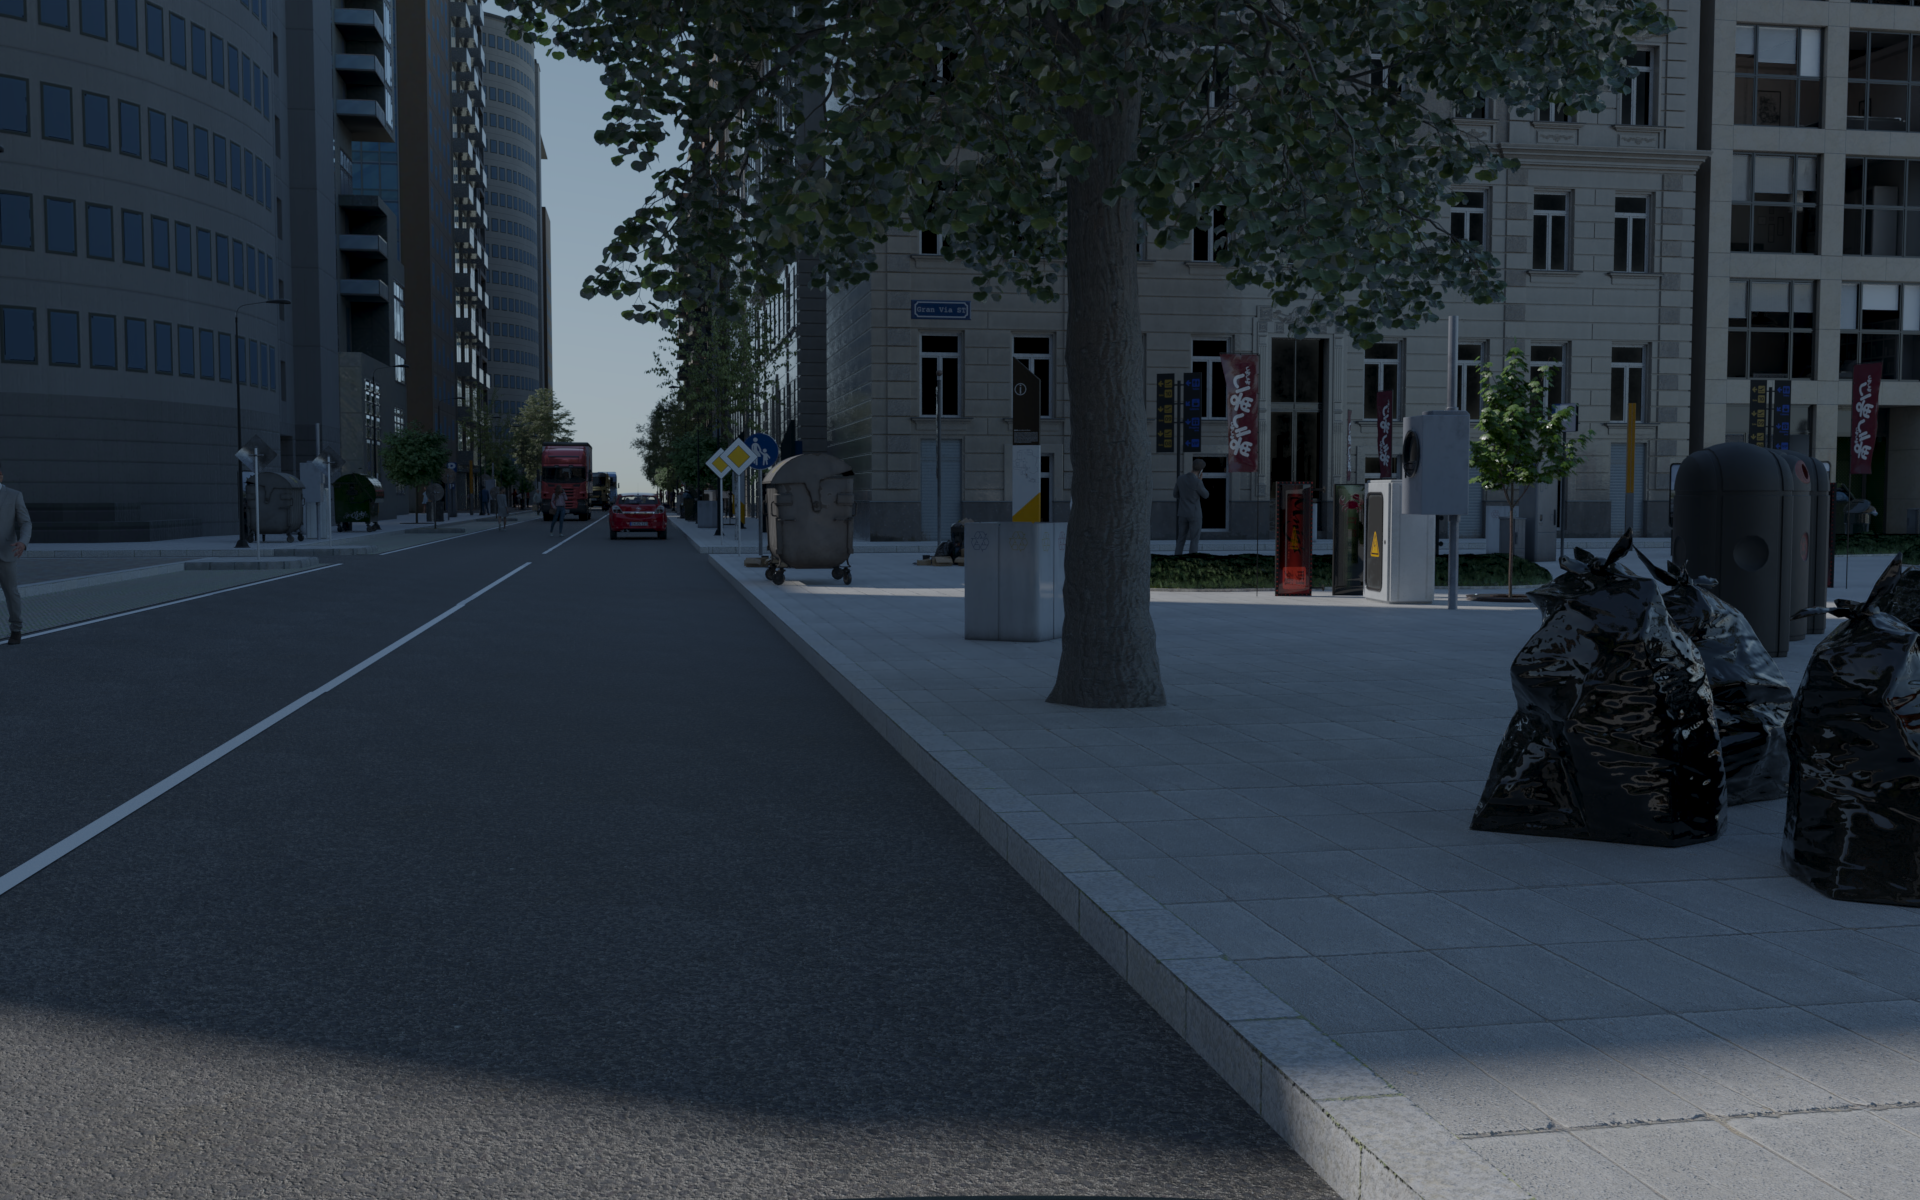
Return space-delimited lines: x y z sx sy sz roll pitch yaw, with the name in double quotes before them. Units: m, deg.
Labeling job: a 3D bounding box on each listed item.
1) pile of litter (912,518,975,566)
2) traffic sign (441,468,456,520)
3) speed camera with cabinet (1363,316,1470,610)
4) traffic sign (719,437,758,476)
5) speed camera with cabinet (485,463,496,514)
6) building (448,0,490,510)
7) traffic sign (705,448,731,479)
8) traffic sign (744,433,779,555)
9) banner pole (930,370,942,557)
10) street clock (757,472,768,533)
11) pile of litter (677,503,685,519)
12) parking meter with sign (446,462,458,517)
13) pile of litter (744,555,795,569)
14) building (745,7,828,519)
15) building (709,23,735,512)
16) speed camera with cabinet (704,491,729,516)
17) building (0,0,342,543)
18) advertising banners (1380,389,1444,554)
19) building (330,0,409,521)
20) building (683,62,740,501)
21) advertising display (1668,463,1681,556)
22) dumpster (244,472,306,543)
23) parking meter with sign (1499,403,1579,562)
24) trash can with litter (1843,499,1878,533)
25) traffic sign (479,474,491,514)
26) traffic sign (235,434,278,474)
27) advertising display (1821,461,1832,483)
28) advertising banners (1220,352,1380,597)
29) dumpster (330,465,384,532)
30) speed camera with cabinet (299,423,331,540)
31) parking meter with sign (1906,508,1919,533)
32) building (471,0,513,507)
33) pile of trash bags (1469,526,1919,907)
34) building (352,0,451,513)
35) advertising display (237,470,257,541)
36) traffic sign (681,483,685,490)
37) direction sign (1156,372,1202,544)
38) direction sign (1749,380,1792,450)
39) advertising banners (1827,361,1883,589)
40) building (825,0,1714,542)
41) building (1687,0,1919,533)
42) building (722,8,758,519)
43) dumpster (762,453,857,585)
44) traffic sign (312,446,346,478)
"pile of litter" -0.037 -1.045 31.046 1.719 0.858 1.176 3 5 42
"traffic sign" -24.956 -5.158 84.442 0.768 2.556 0.104 0 4 -3
"speed camera with cabinet" 5.246 -1.570 19.998 0.660 3.252 2.038 0 4 -4
"traffic sign" -4.516 -2.040 35.543 0.795 2.593 0.064 -1 4 -10
"speed camera with cabinet" -29.746 -7.067 109.884 0.660 3.252 2.038 -1 4 -11
"building" -50.780 -31.914 141.406 23.786 49.044 30.456 -1 4 -10
"traffic sign" -5.960 -2.520 43.397 0.795 2.593 0.064 -1 4 -10
"traffic sign" -4.169 -2.205 36.158 0.768 2.556 0.104 0 4 -6
"banner pole" -0.445 -2.768 35.272 0.401 3.779 0.863 0 4 -6
"street clock" -6.514 -3.243 57.591 0.358 2.002 0.471 2 4 24
"pile of litter" -14.243 -4.695 90.732 1.176 0.858 1.719 0 4 -8
"parking meter with sign" -28.056 -6.086 95.774 0.543 3.016 1.738 -1 4 -14
"pile of litter" -3.220 -1.007 30.434 1.176 0.858 1.719 -1 4 -13
"building" -2.712 -17.133 77.380 12.463 27.353 25.104 -1 4 -10
"building" -10.951 -29.124 126.289 14.600 45.320 14.200 -1 4 -10
"speed camera with cabinet" -14.193 -6.411 99.155 2.038 3.252 0.660 -2 4 -24
"building" -33.196 -31.300 53.759 21.231 58.520 28.212 -1 4 -10
"advertising banners" 7.354 -1.973 28.442 0.090 3.025 2.074 -1 4 -16
"building" -40.943 -47.522 89.648 22.319 86.520 31.000 -1 4 -10
"building" -16.403 -31.930 176.679 22.147 44.769 28.867 -1 4 -10
"advertising display" 14.928 -1.854 35.527 0.123 1.923 0.974 -1 4 -19
"dumpster" -18.214 -2.463 46.035 1.264 1.857 1.865 -1 4 -10
"parking meter with sign" 10.962 -2.241 32.901 1.738 3.016 0.543 -3 4 -36
"trash can with litter" 20.481 -1.728 39.640 1.055 1.170 0.624 -3 5 -42
"traffic sign" -30.434 -6.785 111.042 0.768 2.556 0.104 -1 4 -10
"traffic sign" -13.759 -1.938 33.871 0.795 2.593 0.064 -1 4 -10
"advertising display" 16.372 -1.729 33.483 0.974 1.923 0.123 -1 4 -14
"advertising banners" 4.222 -1.560 21.697 2.074 3.025 0.090 -1 4 -12
"dumpster" -20.414 -3.434 58.639 1.502 2.255 1.985 -1 4 -10
"speed camera with cabinet" -18.283 -3.349 49.087 0.660 3.252 2.038 -1 4 -13
"parking meter with sign" 28.726 -3.349 51.019 0.543 3.016 1.738 -1 4 -16
"building" -54.312 -44.519 166.134 20.563 71.187 20.611 -1 4 -10
"pile of trash bags" 3.467 0.231 5.983 1.912 1.369 3.447 -2 4 -33
"building" -43.022 -28.717 119.637 14.600 45.320 14.200 -1 4 -10
"advertising display" -19.268 -2.548 46.877 0.123 1.923 0.974 0 4 1
"traffic sign" -18.775 -7.215 118.067 0.768 2.556 0.104 0 4 -6
"direction sign" 4.095 -2.475 32.467 0.876 3.537 0.379 2 4 26
"direction sign" 16.077 -2.596 34.440 0.876 3.537 0.379 -1 4 -9
"advertising banners" 11.862 -1.691 23.835 0.090 3.025 2.074 -1 4 -14
"building" 8.489 -15.665 53.384 25.104 27.353 12.463 -1 4 -10
"building" 36.941 -15.808 62.984 34.151 26.468 19.350 -1 4 -10
"building" -7.939 -19.983 104.210 11.434 29.767 29.804 -1 4 -10
"dumpster" -2.173 -1.180 25.058 1.264 1.857 1.865 -1 4 -11
"traffic sign" -15.203 -2.418 41.725 0.795 2.593 0.064 -1 4 -10
